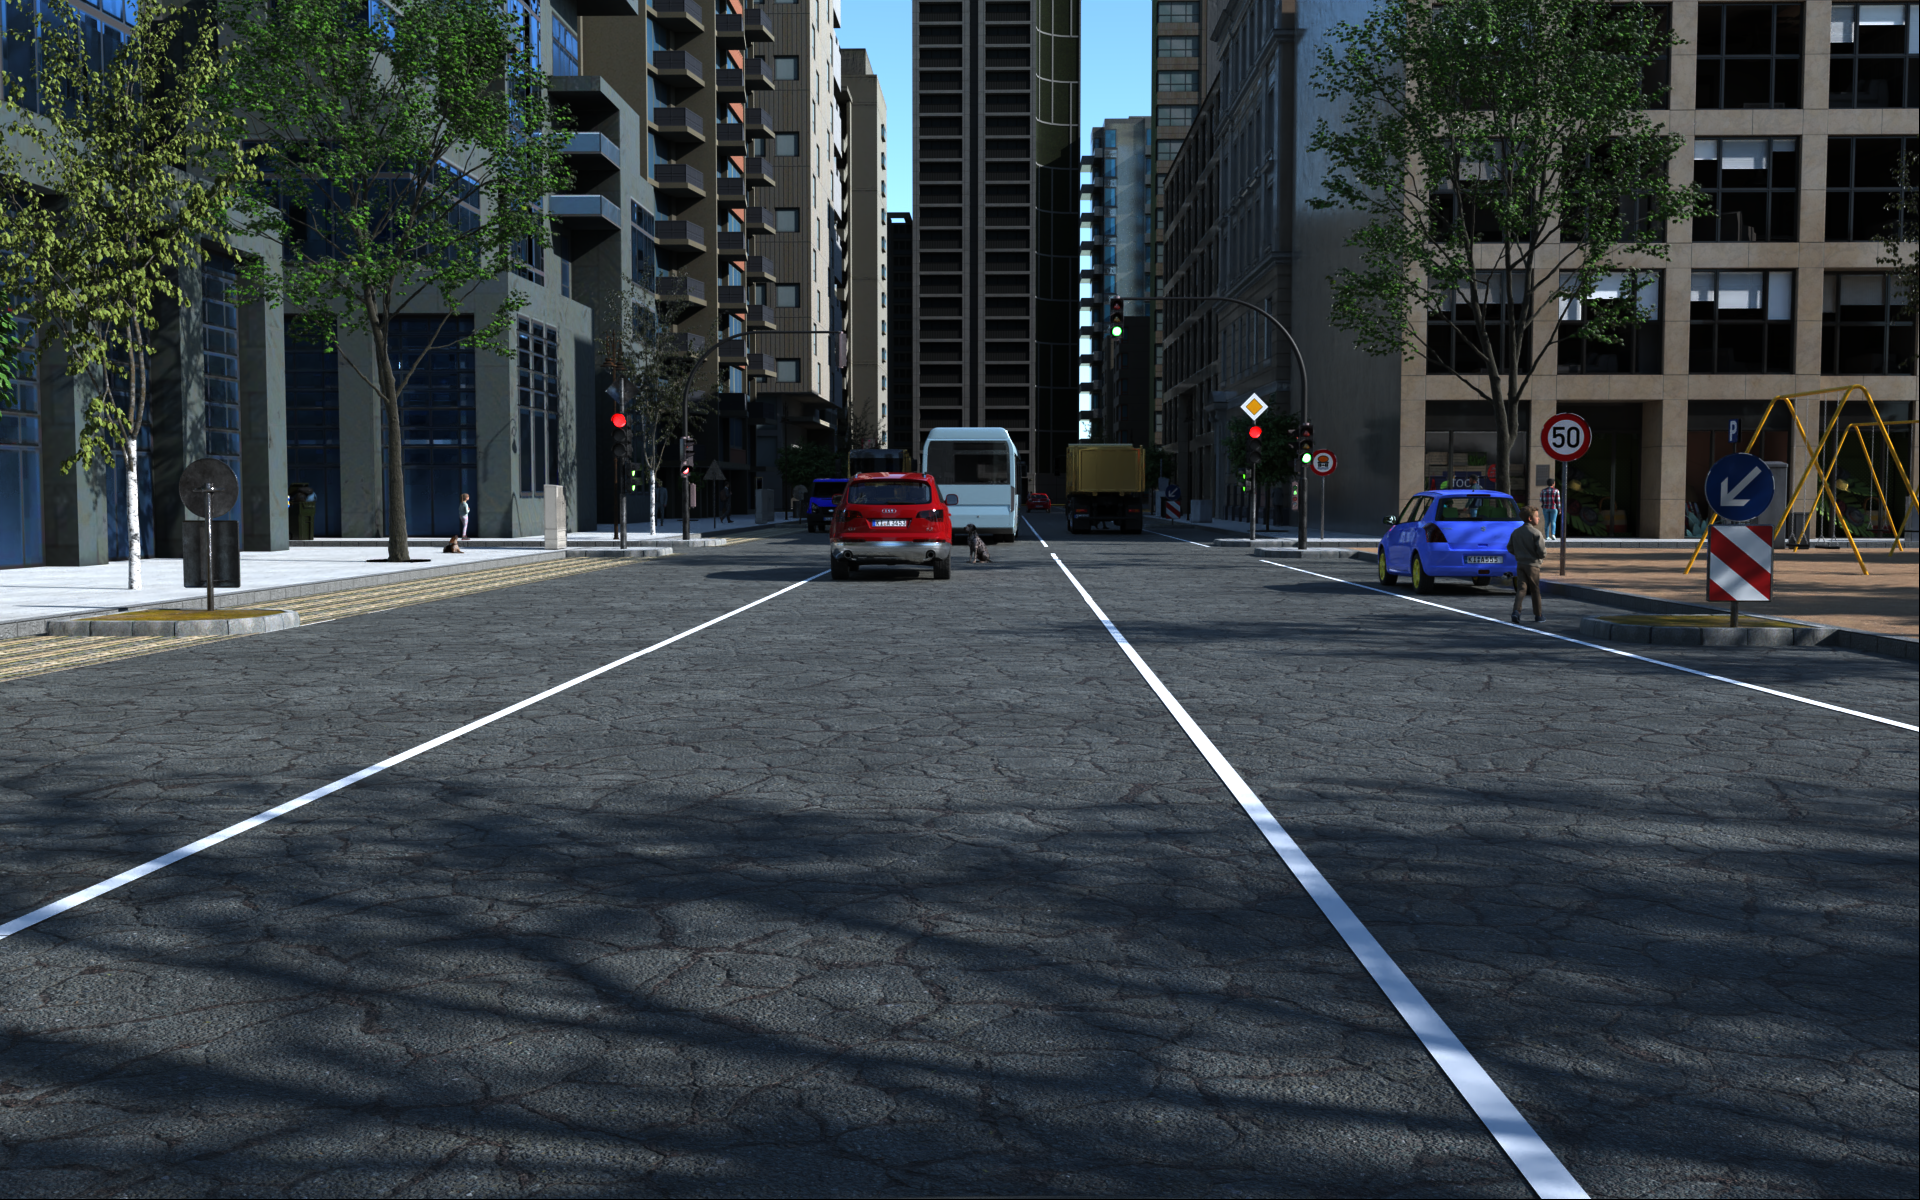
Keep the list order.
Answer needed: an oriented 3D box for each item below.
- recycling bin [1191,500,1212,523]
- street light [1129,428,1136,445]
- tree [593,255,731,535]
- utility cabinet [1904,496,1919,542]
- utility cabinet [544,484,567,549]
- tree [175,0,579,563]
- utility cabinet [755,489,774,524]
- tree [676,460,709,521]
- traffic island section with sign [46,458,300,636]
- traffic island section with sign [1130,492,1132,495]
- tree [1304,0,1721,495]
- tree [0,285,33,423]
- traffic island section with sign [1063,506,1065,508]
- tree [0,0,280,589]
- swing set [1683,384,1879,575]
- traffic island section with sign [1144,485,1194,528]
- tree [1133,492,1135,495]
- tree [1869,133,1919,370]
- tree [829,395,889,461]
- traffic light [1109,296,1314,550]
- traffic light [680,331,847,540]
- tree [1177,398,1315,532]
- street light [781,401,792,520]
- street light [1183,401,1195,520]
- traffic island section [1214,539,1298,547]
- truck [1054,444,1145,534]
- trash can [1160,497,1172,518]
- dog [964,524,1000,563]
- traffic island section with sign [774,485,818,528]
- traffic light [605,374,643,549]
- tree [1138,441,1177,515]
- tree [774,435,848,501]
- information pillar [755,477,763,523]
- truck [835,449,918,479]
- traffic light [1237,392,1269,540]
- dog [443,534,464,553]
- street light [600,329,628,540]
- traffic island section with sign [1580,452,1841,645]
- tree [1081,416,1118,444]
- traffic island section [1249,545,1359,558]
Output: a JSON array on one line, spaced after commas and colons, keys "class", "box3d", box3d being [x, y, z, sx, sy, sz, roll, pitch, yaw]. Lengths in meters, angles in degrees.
[{"class": "recycling bin", "box3d": [10.793, -3.966, 77.405, 0.722, 1.027, 0.722, -2, 4, -27]}, {"class": "street light", "box3d": [12.070, -9.127, 122.008, 0.468, 5.910, 1.993, 0, 4, 1]}, {"class": "tree", "box3d": [-9.509, -6.377, 54.619, 4.360, 8.622, 3.978, 0, 3, 0]}, {"class": "utility cabinet", "box3d": [25.881, -2.190, 46.965, 0.306, 1.237, 1.020, 1, 4, 19]}, {"class": "utility cabinet", "box3d": [-9.412, -1.937, 40.354, 0.318, 1.500, 1.173, 0, 4, -2]}, {"class": "tree", "box3d": [-10.765, -6.521, 32.378, 9.928, 11.665, 9.643, 0, 3, 0]}, {"class": "utility cabinet", "box3d": [-8.920, -4.345, 79.722, 0.318, 1.500, 1.173, 1, 4, 19]}, {"class": "tree", "box3d": [-13.082, -5.395, 82.811, 1.663, 3.219, 1.824, 0, 3, 0]}, {"class": "traffic island section with sign", "box3d": [-8.146, -0.589, 18.262, 1.989, 1.847, 2.006, 0, 4, 1]}, {"class": "traffic island section with sign", "box3d": [9.499, -5.592, 100.057, 1.989, 1.847, 2.006, 0, 4, 1]}, {"class": "tree", "box3d": [10.246, -6.523, 32.415, 9.928, 11.665, 9.643, 0, 3, 0]}, {"class": "tree", "box3d": [-11.291, -2.078, 17.696, 4.285, 4.588, 4.351, 0, 3, 0]}, {"class": "traffic island section with sign", "box3d": [11.488, -10.284, 176.771, 1.989, 1.847, 2.006, 0, 4, 1]}, {"class": "tree", "box3d": [-11.342, -4.442, 22.994, 4.737, 8.622, 4.395, 0, 3, 0]}, {"class": "swing set", "box3d": [12.894, -1.739, 26.049, 2.862, 2.851, 3.119, 0, 4, 5]}, {"class": "traffic island section with sign", "box3d": [8.807, -3.944, 73.111, 1.989, 1.847, 2.006, 0, 4, 1]}, {"class": "tree", "box3d": [12.694, -8.194, 128.571, 1.663, 3.219, 1.824, 0, 3, 0]}, {"class": "tree", "box3d": [19.080, -5.011, 32.290, 4.360, 8.622, 3.978, 0, 3, 0]}, {"class": "tree", "box3d": [-7.484, -10.910, 128.738, 4.360, 8.622, 3.978, 0, 3, 0]}, {"class": "traffic light", "box3d": [5.811, -3.991, 39.922, 4.771, 5.953, 1.251, 0, 4, 1]}, {"class": "traffic light", "box3d": [-5.553, -4.507, 48.363, 4.771, 5.953, 1.251, 0, 4, 1]}, {"class": "tree", "box3d": [10.473, -4.618, 59.216, 4.285, 4.588, 4.351, 0, 3, 0]}, {"class": "street light", "box3d": [-8.644, -6.928, 86.060, 0.468, 5.910, 1.993, 0, 4, 1]}, {"class": "street light", "box3d": [11.113, -6.815, 84.214, 0.468, 5.910, 1.993, 0, 4, 1]}, {"class": "traffic island section", "box3d": [8.150, -1.579, 48.105, 2.009, 0.180, 2.903, 0, 4, 1]}, {"class": "truck", "box3d": [5.352, -4.247, 65.367, 3.469, 3.379, 9.791, 0, 4, 2]}, {"class": "trash can", "box3d": [11.180, -5.025, 93.809, 0.748, 1.137, 0.748, 0, 3, 0]}, {"class": "dog", "box3d": [0.492, -1.182, 36.166, 0.800, 0.831, 0.513, 0, 4, 4]}, {"class": "traffic island section with sign", "box3d": [-6.729, -3.944, 73.104, 1.989, 1.847, 2.006, 0, 4, 1]}, {"class": "traffic light", "box3d": [-7.852, -3.149, 40.399, 0.839, 4.253, 0.868, 0, 4, 1]}, {"class": "tree", "box3d": [11.954, -8.053, 115.379, 4.285, 4.588, 4.351, 0, 3, 0]}, {"class": "tree", "box3d": [-8.698, -6.886, 96.307, 4.285, 4.588, 4.351, 0, 3, 0]}, {"class": "information pillar", "box3d": [-8.779, -4.350, 75.621, 0.304, 2.012, 0.304, -1, 4, -19]}, {"class": "truck", "box3d": [-3.512, -4.944, 76.751, 3.469, 3.379, 9.791, 0, 4, 0]}, {"class": "traffic light", "box3d": [8.110, -3.613, 47.992, 0.839, 4.253, 0.868, 0, 4, 1]}, {"class": "dog", "box3d": [-10.992, -1.221, 37.694, 0.550, 0.427, 0.748, 0, 4, -1]}, {"class": "street light", "box3d": [-9.710, -4.646, 48.747, 0.468, 5.910, 1.993, 0, 4, 1]}, {"class": "traffic island section with sign", "box3d": [7.373, -0.534, 17.355, 1.989, 1.847, 2.006, 0, 4, 1]}, {"class": "tree", "box3d": [13.150, -12.961, 162.269, 4.737, 8.622, 4.395, 0, 3, 0]}, {"class": "traffic island section", "box3d": [7.944, -1.091, 40.122, 2.009, 0.180, 2.903, 0, 4, 1]}]
